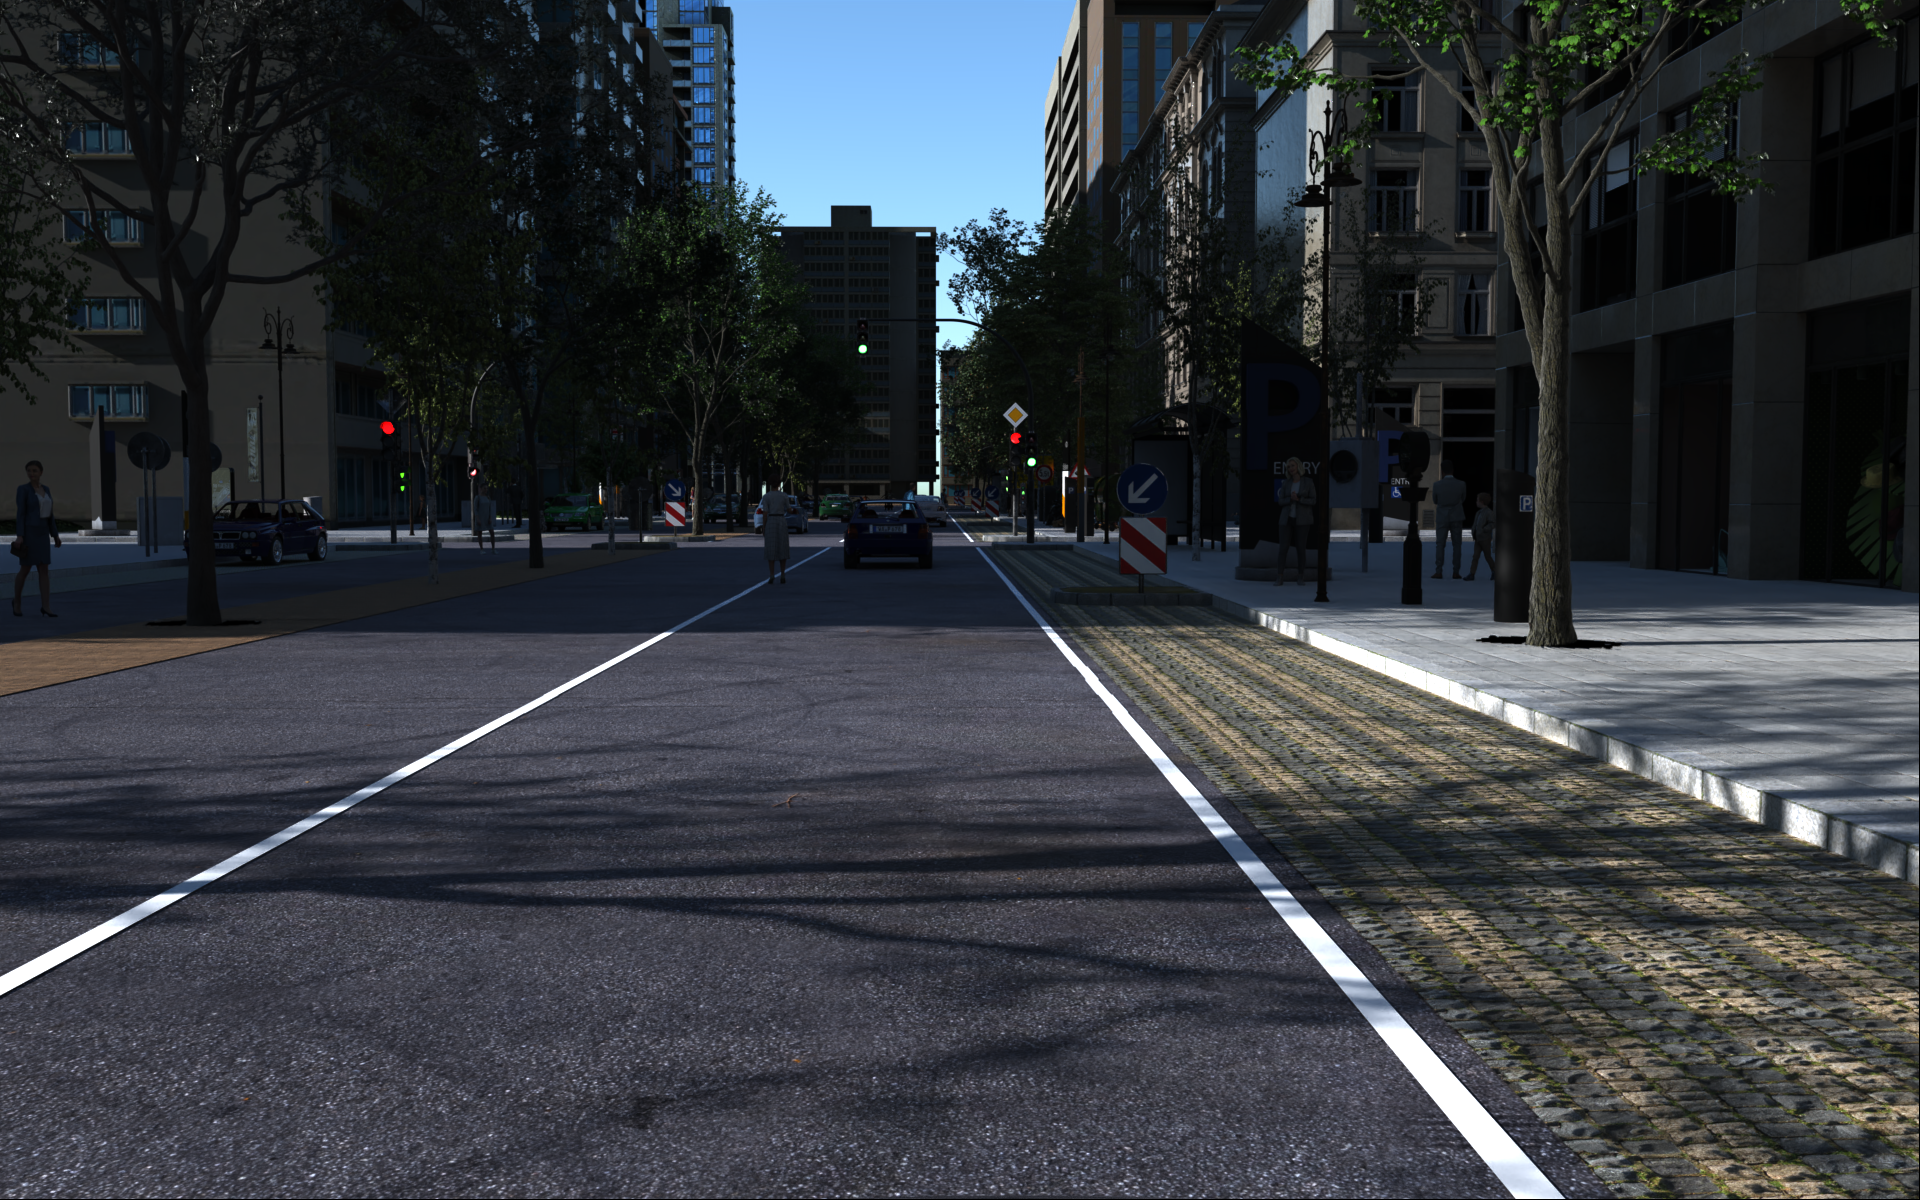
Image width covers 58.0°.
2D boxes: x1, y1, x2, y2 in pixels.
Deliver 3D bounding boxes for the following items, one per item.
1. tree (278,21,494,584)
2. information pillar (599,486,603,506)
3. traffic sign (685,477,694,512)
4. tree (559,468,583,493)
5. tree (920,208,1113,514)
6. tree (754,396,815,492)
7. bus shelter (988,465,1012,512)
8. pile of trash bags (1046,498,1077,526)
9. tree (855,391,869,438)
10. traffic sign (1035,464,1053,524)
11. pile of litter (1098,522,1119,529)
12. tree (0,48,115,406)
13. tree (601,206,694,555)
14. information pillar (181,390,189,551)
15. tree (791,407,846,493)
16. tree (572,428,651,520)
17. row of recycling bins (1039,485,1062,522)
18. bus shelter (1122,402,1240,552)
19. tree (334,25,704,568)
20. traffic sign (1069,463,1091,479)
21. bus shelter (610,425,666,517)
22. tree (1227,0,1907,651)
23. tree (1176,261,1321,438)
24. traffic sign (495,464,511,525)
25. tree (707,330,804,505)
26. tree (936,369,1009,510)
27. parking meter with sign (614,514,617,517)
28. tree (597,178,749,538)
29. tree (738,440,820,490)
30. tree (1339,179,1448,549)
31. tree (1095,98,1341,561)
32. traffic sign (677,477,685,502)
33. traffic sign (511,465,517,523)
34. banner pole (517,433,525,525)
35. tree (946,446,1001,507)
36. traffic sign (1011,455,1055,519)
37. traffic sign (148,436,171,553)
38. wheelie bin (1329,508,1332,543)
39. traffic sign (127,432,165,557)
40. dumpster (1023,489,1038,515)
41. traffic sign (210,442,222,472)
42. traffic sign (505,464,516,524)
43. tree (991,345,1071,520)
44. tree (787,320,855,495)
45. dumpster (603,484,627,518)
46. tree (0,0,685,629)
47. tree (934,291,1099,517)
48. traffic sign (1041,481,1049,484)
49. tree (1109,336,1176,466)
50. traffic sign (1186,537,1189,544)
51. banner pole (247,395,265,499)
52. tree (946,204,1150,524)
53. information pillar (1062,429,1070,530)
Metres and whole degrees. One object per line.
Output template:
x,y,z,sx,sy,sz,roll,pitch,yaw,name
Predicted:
-8.283,-4.531,26.901,4.737,8.622,4.395,0,3,0,tree
-18.820,-6.081,90.772,0.183,3.616,0.504,-1,4,-23,information pillar
-19.815,-7.731,126.505,0.768,2.556,0.104,0,4,7,traffic sign
-24.968,-7.227,112.755,1.663,3.219,1.824,0,3,0,tree
3.638,-15.713,112.796,12.611,20.169,13.585,0,3,0,tree
-9.332,-8.392,90.029,4.737,8.622,4.395,0,3,0,tree
3.101,-7.920,123.414,2.014,3.302,5.546,0,4,-1,bus shelter
4.746,-3.798,71.843,1.912,1.369,3.447,1,4,17,pile of trash bags
-8.736,-8.950,83.196,8.767,10.594,7.601,0,4,-1,tree
3.616,-4.547,74.447,0.768,2.556,0.104,0,4,0,traffic sign
5.458,-3.079,64.304,1.176,0.858,1.719,0,4,7,pile of litter
-16.577,-4.822,29.195,4.737,8.622,4.395,0,3,0,tree
-8.089,-5.329,39.957,4.737,8.622,4.395,0,3,0,tree
-17.463,-2.933,39.304,0.183,3.616,0.504,0,4,7,information pillar
-9.504,-9.861,114.045,4.360,8.622,3.978,0,3,0,tree
-17.519,-6.258,86.033,4.285,4.588,4.351,0,3,0,tree
4.538,-4.606,82.422,1.069,1.692,3.534,1,4,16,row of recycling bins
5.126,-2.877,40.967,2.014,3.302,5.546,0,4,-1,bus shelter
-8.127,-5.901,33.347,8.767,10.594,7.601,0,4,-1,tree
4.264,-3.764,61.543,0.884,2.594,0.081,0,4,2,traffic sign
-19.209,-7.668,102.999,2.179,5.291,8.768,0,4,-1,bus shelter
4.856,-5.423,14.422,9.928,11.665,9.643,0,3,0,tree
9.524,-6.439,55.641,4.737,8.622,4.395,0,3,0,tree
-19.050,-4.402,72.083,0.768,2.556,0.104,0,4,2,traffic sign
-20.476,-19.172,169.357,12.611,20.169,13.585,0,3,0,tree
2.450,-14.156,141.828,12.009,13.543,11.850,0,3,0,tree
-19.331,-6.169,97.131,0.543,3.016,1.738,-1,4,-10,parking meter with sign
-8.476,-7.833,56.274,9.928,11.665,9.643,0,3,0,tree
-20.219,-16.854,192.569,9.611,12.733,9.660,0,3,0,tree
9.289,-5.514,40.521,4.360,8.622,3.978,0,3,0,tree
4.779,-5.056,33.034,4.360,8.622,3.978,0,3,0,tree
-20.300,-7.677,125.631,0.768,2.556,0.104,0,4,4,traffic sign
-19.502,-4.608,75.450,0.768,2.556,0.104,0,4,0,traffic sign
-18.036,-4.946,70.885,0.401,3.779,0.863,0,4,-3,banner pole
2.217,-15.734,191.660,8.767,10.594,7.601,2,4,26,tree
3.744,-5.844,89.428,2.265,3.308,0.079,0,4,4,traffic sign
-17.515,-2.296,37.648,0.768,2.556,0.104,0,4,6,traffic sign
9.365,-2.301,45.529,0.980,1.594,0.693,3,5,40,wheelie bin
-16.639,-2.159,35.406,0.768,2.556,0.104,0,4,2,traffic sign
4.413,-6.167,103.323,1.502,2.255,1.985,0,4,-1,dumpster
-18.258,-2.561,41.984,0.768,2.556,0.104,0,4,3,traffic sign
-19.338,-4.518,73.983,0.768,2.556,0.104,0,4,2,traffic sign
3.787,-8.266,85.513,4.360,8.622,3.978,0,3,0,tree
-8.624,-7.846,65.153,8.767,10.594,7.601,0,4,-1,tree
-18.662,-5.395,93.974,1.264,1.857,1.865,0,4,-1,dumpster
-8.195,-6.451,18.294,12.009,13.543,11.850,0,3,0,tree
3.129,-10.969,96.357,9.611,12.733,9.660,0,3,0,tree
4.309,-5.441,89.067,0.768,2.556,0.104,0,4,8,traffic sign
8.593,-8.017,81.433,4.737,8.622,4.395,0,3,0,tree
5.833,-2.699,44.239,0.768,2.556,0.104,0,4,6,traffic sign
-17.829,-3.297,43.924,0.863,3.779,0.401,3,4,36,banner pole
3.967,-9.183,68.273,7.486,12.596,7.792,0,3,0,tree
3.848,-4.355,62.561,0.183,3.616,0.504,-1,4,-22,information pillar
